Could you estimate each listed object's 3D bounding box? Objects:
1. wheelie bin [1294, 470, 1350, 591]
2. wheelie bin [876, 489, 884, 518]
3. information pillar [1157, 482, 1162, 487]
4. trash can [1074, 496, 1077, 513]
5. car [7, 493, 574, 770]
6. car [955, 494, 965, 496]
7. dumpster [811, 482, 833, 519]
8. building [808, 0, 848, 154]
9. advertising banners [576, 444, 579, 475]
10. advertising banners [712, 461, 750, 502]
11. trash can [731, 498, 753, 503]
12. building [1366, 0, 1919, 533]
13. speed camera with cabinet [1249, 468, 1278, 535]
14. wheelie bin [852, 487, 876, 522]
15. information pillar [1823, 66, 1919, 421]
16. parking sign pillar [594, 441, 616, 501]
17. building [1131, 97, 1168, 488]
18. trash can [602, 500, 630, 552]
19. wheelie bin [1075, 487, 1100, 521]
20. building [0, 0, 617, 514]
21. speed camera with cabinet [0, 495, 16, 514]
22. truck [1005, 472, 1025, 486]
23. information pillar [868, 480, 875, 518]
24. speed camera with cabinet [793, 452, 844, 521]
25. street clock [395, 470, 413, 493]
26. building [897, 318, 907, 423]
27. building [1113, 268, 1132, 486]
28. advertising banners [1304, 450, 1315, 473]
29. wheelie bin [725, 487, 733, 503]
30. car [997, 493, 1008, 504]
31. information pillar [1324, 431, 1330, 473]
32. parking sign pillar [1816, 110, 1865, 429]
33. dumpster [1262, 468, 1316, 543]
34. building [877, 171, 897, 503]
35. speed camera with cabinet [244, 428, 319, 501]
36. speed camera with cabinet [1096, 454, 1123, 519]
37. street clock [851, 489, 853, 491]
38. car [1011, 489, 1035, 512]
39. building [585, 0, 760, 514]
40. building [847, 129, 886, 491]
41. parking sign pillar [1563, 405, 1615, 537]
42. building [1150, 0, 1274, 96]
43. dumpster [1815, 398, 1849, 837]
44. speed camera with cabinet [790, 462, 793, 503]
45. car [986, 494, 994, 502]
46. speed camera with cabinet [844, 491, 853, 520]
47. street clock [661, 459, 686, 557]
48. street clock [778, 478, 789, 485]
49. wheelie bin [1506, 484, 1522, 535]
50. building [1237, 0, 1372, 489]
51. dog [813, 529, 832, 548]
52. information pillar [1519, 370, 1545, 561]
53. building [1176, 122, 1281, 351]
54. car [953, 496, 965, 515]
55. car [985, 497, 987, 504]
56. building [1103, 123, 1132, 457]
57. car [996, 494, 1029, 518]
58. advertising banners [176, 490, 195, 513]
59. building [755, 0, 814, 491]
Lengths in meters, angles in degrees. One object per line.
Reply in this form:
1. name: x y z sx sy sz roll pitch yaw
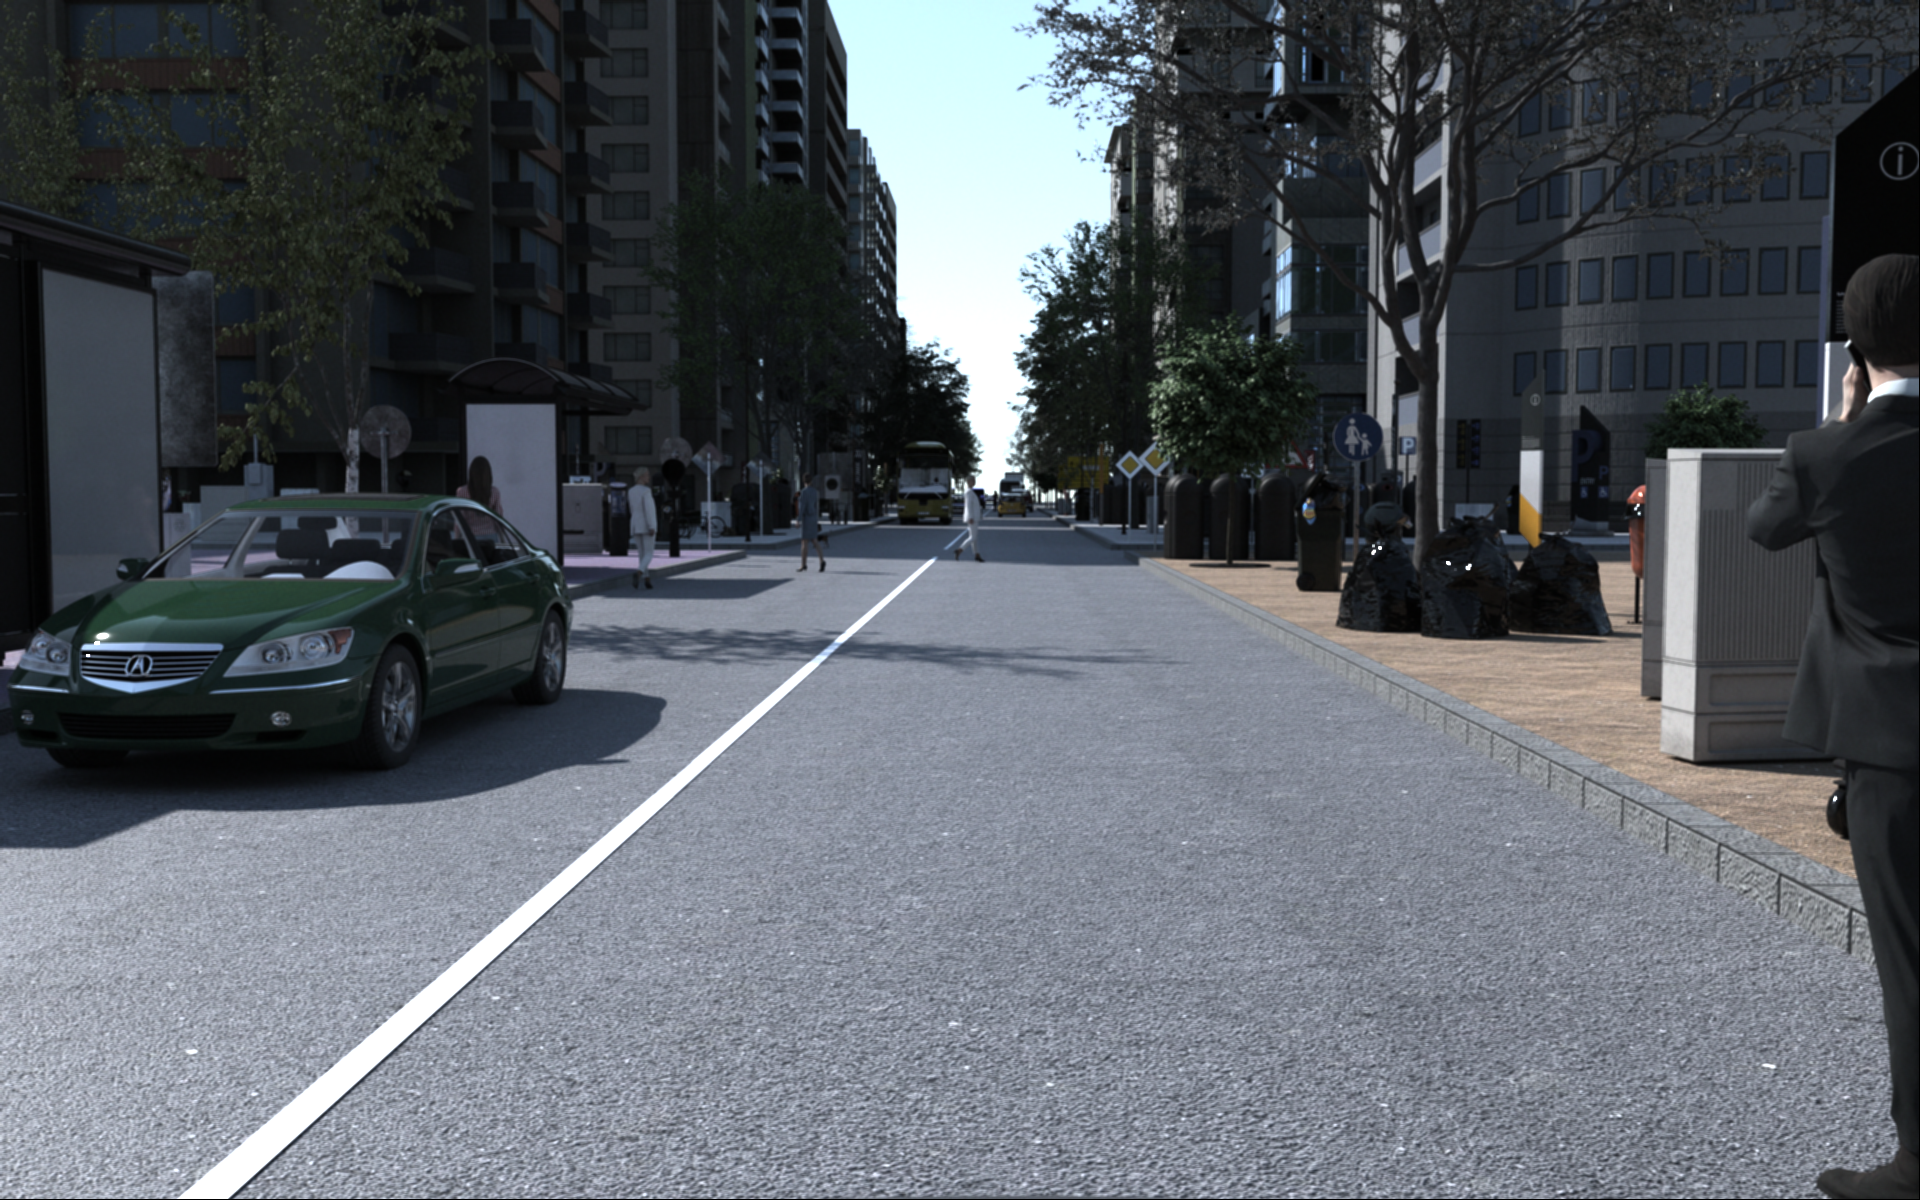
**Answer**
1. wheelie bin: 4.817 -0.926 23.054 0.693 1.594 0.980 1 4 16
2. wheelie bin: -4.780 -5.203 92.977 0.693 1.594 0.980 -3 4 -37
3. information pillar: 12.608 -6.435 109.701 0.304 2.012 0.304 -1 4 -23
4. trash can: 8.061 -6.448 117.078 0.748 1.137 0.748 0 3 0
5. car: -3.752 0.076 10.553 2.131 1.459 4.920 0 4 3
6. car: -0.100 -7.434 130.344 1.959 1.807 4.718 0 4 0
7. dumpster: -7.037 -5.269 88.640 1.502 2.255 1.985 0 4 2
8. building: -22.185 -33.027 163.685 21.300 48.544 21.600 0 4 2
9. advertising banners: -13.243 -3.866 59.402 0.090 3.025 2.074 0 4 -2
10. advertising banners: -12.116 -5.854 91.893 2.074 3.025 0.090 0 4 -2
11. trash can: -7.549 -2.963 60.100 0.748 1.137 0.748 0 3 0
12. building: 31.415 -31.950 64.382 28.212 58.520 21.231 0 4 2
13. speed camera with cabinet: 9.466 -3.604 53.265 0.660 3.252 2.038 -1 4 -13
14. wheelie bin: -4.632 -4.473 81.048 0.980 1.594 0.693 3 5 43
15. information pillar: 4.981 -1.105 9.423 0.504 3.616 0.183 1 4 12
16. parking sign pillar: -18.117 -6.105 88.294 1.447 3.967 1.447 3 5 42
17. building: 24.701 -30.346 179.754 14.154 41.232 14.086 0 4 2
18. trash can: -7.683 -1.649 38.612 0.748 1.137 0.748 0 3 0
19. wheelie bin: 5.959 -4.574 82.693 0.980 1.594 0.693 -2 4 -34
20. building: -26.775 -25.417 70.190 22.147 44.769 28.867 0 4 2
21. speed camera with cabinet: -30.110 -3.759 55.789 0.660 3.252 2.038 1 4 22
22. truck: 7.137 -14.589 227.442 2.839 4.237 11.283 0 4 2
23. information pillar: -4.726 -5.336 91.733 0.304 2.012 0.304 -2 4 -33
24. speed camera with cabinet: -6.600 -5.293 80.883 2.038 3.252 0.660 0 4 7
25. street clock: -16.780 -2.921 52.332 0.471 2.002 0.358 -3 4 -37
26. building: -15.757 -30.675 273.241 14.160 30.474 14.107 0 4 2
27. building: 26.476 -27.497 221.283 14.160 30.474 14.107 0 4 2
28. advertising banners: 14.353 -4.392 68.002 0.090 3.025 2.074 -3 5 -43
29. wheelie bin: -10.564 -4.459 80.812 0.693 1.594 0.980 -2 4 -30
30. car: 4.252 -8.953 155.973 1.945 1.707 3.694 0 4 2
31. information pillar: 13.484 -4.428 63.753 0.183 3.616 0.504 0 4 -4
32. parking sign pillar: 6.332 -1.416 11.630 1.447 3.967 1.447 0 4 -6
33. dumpster: 7.180 -1.961 37.826 1.264 1.857 1.865 0 4 1
34. building: -20.587 -38.611 254.997 21.300 48.544 21.600 0 4 2
35. speed camera with cabinet: -20.255 -3.511 51.747 2.038 3.252 0.660 0 4 0
36. speed camera with cabinet: 7.528 -5.661 86.895 0.660 3.252 2.038 -1 4 -22
37. street clock: -5.691 -5.340 91.880 0.358 2.002 0.471 -1 4 -10
38. car: 4.876 -7.982 139.175 2.281 1.827 5.304 0 4 3
39. building: -19.589 -25.459 99.851 14.154 41.232 14.086 0 4 2
40. building: -21.466 -37.250 228.651 23.786 49.044 30.456 0 4 2
41. parking sign pillar: 18.945 -3.889 52.058 1.447 3.967 1.447 -1 4 -16
42. building: 32.203 -34.813 158.434 28.713 52.752 27.495 0 4 2
43. dumpster: 3.811 0.003 5.710 1.264 1.857 1.865 0 4 2
44. speed camera with cabinet: -9.842 -6.916 107.411 2.038 3.252 0.660 -1 4 -12
45. car: 4.685 -15.901 272.349 2.083 1.381 4.827 0 4 3
46. speed camera with cabinet: -6.357 -5.626 86.322 2.038 3.252 0.660 0 4 -5
47. street clock: -5.847 -1.888 35.432 0.471 2.002 0.358 0 4 -1
48. street clock: -7.986 -4.507 78.255 0.471 2.002 0.358 0 4 7
49. wheelie bin: 17.704 -2.856 54.600 0.980 1.594 0.693 -2 4 -25
50. building: 26.709 -48.333 102.919 22.319 86.520 31.000 0 4 2
51. dog: -3.720 -1.626 45.870 0.540 0.507 0.406 -2 4 -30
52. information pillar: 10.895 -2.545 32.970 0.183 3.616 0.504 -2 4 -32
53. building: 24.134 -22.430 138.426 14.160 30.474 14.107 0 4 2
54. car: -0.039 -5.708 105.906 1.945 1.354 3.894 0 4 3
55. car: 2.888 -14.865 255.405 2.083 1.381 4.827 0 4 2
56. building: 34.963 -39.877 241.219 28.713 52.752 27.495 0 4 2
57. car: 3.225 -5.912 106.887 2.015 1.641 3.980 0 4 2
58. advertising banners: -24.601 -3.482 53.120 2.074 3.025 0.090 -2 4 -31
59. building: -22.560 -50.372 136.247 22.319 86.520 31.000 0 4 2
